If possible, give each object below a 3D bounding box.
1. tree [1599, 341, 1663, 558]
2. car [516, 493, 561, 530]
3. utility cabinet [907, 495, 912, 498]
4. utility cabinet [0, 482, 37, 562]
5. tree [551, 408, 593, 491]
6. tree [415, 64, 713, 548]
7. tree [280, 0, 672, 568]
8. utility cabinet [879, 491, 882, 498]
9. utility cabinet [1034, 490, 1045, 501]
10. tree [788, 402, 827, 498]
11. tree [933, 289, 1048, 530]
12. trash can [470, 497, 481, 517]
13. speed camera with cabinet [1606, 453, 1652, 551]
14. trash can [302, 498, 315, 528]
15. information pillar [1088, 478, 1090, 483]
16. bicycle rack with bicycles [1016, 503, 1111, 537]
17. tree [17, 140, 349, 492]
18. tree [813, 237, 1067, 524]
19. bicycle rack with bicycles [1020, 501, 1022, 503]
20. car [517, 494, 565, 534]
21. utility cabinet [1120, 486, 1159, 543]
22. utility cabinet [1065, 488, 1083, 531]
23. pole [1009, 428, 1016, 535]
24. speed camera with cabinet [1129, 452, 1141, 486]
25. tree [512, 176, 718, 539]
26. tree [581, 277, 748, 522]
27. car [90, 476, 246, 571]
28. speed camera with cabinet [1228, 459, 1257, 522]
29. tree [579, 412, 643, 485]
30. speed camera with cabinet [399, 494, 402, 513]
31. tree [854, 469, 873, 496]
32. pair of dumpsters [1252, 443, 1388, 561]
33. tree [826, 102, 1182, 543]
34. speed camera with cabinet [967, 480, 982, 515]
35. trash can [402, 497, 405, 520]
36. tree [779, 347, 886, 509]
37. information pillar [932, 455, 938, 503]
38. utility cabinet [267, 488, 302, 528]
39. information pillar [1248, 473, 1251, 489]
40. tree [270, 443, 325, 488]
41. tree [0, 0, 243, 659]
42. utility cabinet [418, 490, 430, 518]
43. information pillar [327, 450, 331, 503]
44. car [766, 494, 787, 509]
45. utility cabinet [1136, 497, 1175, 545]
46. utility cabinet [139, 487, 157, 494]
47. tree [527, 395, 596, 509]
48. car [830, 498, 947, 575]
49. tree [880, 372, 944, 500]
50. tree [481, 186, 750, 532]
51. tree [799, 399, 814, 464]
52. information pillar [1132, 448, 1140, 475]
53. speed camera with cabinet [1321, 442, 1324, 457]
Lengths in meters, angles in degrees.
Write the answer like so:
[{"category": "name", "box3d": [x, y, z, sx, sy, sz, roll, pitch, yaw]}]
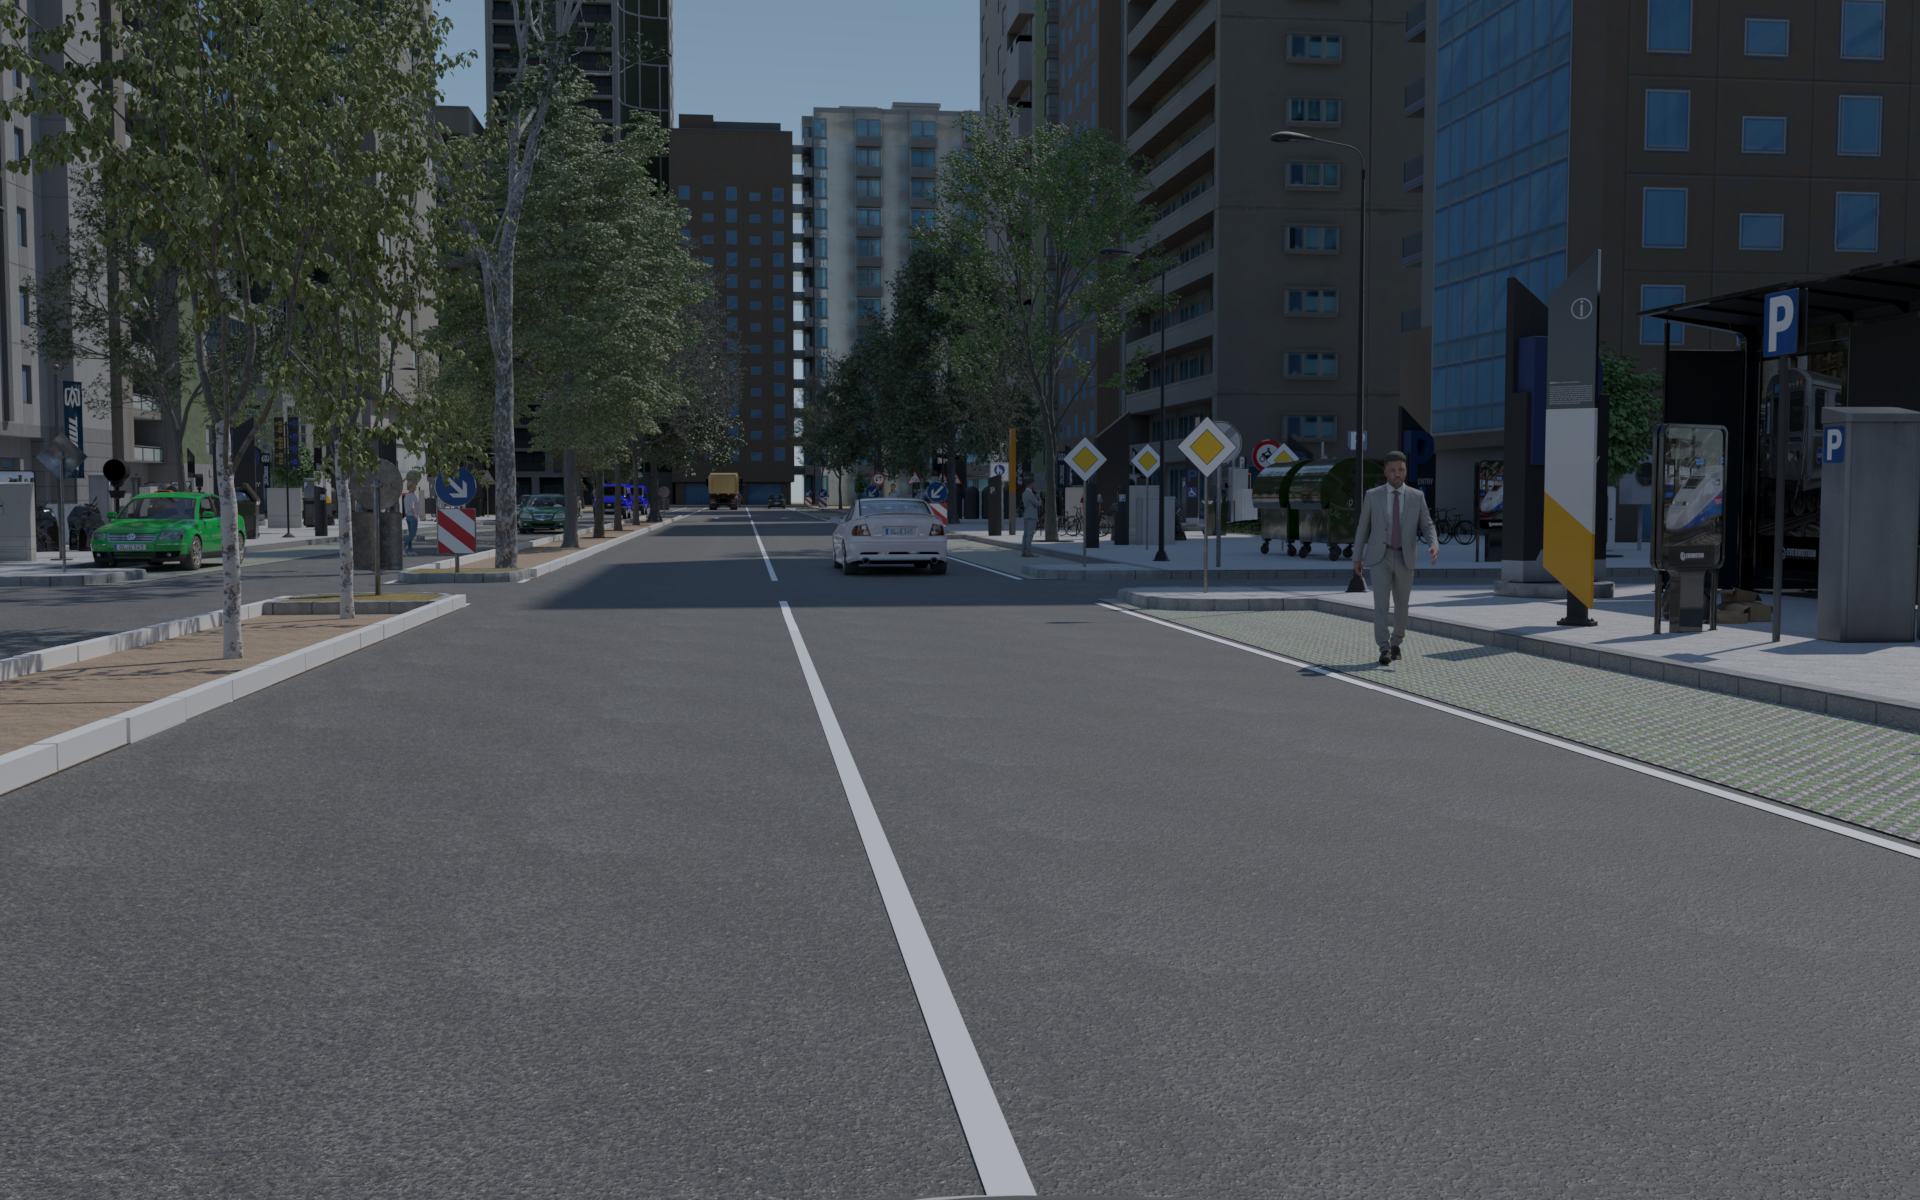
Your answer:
[{"category": "tree", "box3d": [12.939, -3.162, 35.406, 4.285, 4.588, 4.351, 0, 3, 0]}, {"category": "car", "box3d": [-16.987, -3.649, 69.448, 2.009, 1.686, 4.222, -1, 4, -8]}, {"category": "utility cabinet", "box3d": [-2.459, -5.259, 97.140, 1.020, 1.237, 0.306, 0, 4, -7]}, {"category": "utility cabinet", "box3d": [-18.033, -1.456, 32.490, 1.173, 1.500, 0.318, -1, 4, -12]}, {"category": "tree", "box3d": [-30.673, -11.510, 138.544, 4.360, 8.622, 3.978, 0, 3, 0]}, {"category": "tree", "box3d": [-10.489, -7.671, 46.011, 7.486, 12.596, 7.792, 0, 3, 0]}, {"category": "tree", "box3d": [-10.012, -10.701, 33.310, 12.611, 20.169, 13.585, 0, 3, 0]}, {"category": "utility cabinet", "box3d": [-5.005, -5.752, 102.728, 0.318, 1.500, 1.173, 2, 4, 24]}, {"category": "utility cabinet", "box3d": [4.864, -5.751, 102.702, 1.173, 1.500, 0.318, 0, 4, 6]}, {"category": "tree", "box3d": [-14.360, -15.594, 180.713, 9.928, 11.665, 9.643, 0, 3, 0]}, {"category": "tree", "box3d": [1.263, -6.790, 61.373, 4.360, 8.622, 3.978, 0, 3, 0]}, {"category": "trash can", "box3d": [-26.788, -5.142, 95.722, 0.748, 1.137, 0.748, 0, 3, 0]}, {"category": "speed camera with cabinet", "box3d": [14.644, -2.726, 38.909, 2.038, 3.252, 0.660, -1, 4, -11]}, {"category": "trash can", "box3d": [-24.898, -3.356, 66.518, 0.748, 1.137, 0.748, 0, 3, 0]}, {"category": "information pillar", "box3d": [6.094, -4.630, 80.186, 0.304, 2.012, 0.304, 0, 4, 7]}, {"category": "bicycle rack with bicycles", "box3d": [3.693, -2.411, 52.802, 2.852, 0.926, 2.925, -2, 4, -33]}, {"category": "tree", "box3d": [-19.880, -6.723, 44.332, 8.767, 10.594, 7.601, -1, 4, -13]}, {"category": "tree", "box3d": [-0.373, -9.649, 74.775, 9.611, 12.733, 9.660, 0, 3, 0]}, {"category": "bicycle rack with bicycles", "box3d": [3.529, -3.002, 62.467, 2.852, 0.926, 2.925, 1, 4, 9]}, {"category": "car", "box3d": [-15.237, -3.200, 64.112, 2.131, 1.459, 4.920, -1, 4, -9]}, {"category": "utility cabinet", "box3d": [4.680, -2.215, 44.896, 1.173, 1.500, 0.318, 3, 4, 39]}, {"category": "utility cabinet", "box3d": [4.095, -3.091, 59.221, 0.318, 1.500, 1.173, -3, 4, -36]}, {"category": "pole", "box3d": [1.632, -3.674, 53.913, 0.158, 3.312, 0.155, 0, 3, 0]}, {"category": "speed camera with cabinet", "box3d": [7.384, -5.290, 80.829, 2.038, 3.252, 0.660, 2, 4, 26]}, {"category": "tree", "box3d": [-11.500, -7.775, 55.328, 9.928, 11.665, 9.643, 0, 3, 0]}, {"category": "tree", "box3d": [-15.761, -10.372, 89.053, 9.611, 12.733, 9.660, 0, 3, 0]}, {"category": "car", "box3d": [-15.228, -1.509, 33.465, 1.959, 1.807, 4.718, 0, 4, -7]}, {"category": "speed camera with cabinet", "box3d": [9.770, -4.003, 59.780, 0.660, 3.252, 2.038, 0, 4, -4]}, {"category": "tree", "box3d": [-35.957, -16.674, 179.268, 9.857, 13.997, 8.962, 0, 3, 0]}, {"category": "speed camera with cabinet", "box3d": [-27.545, -5.411, 82.810, 0.660, 3.252, 2.038, 1, 4, 17]}, {"category": "tree", "box3d": [-7.566, -8.310, 130.463, 1.663, 3.219, 1.824, 0, 3, 0]}, {"category": "pair of dumpsters", "box3d": [7.290, -1.988, 35.004, 1.574, 2.255, 4.437, 0, 4, -7]}, {"category": "tree", "box3d": [2.365, -7.366, 46.188, 9.928, 11.665, 9.643, 0, 3, 0]}, {"category": "speed camera with cabinet", "box3d": [0.789, -6.831, 106.025, 2.038, 3.252, 0.660, -1, 4, -18]}, {"category": "trash can", "box3d": [-28.235, -4.610, 87.026, 0.748, 1.137, 0.748, 0, 3, 0]}, {"category": "tree", "box3d": [-10.198, -14.366, 145.248, 12.009, 13.543, 11.850, 0, 3, 0]}, {"category": "information pillar", "box3d": [-1.190, -5.509, 81.425, 0.183, 3.616, 0.504, 2, 4, 24]}, {"category": "utility cabinet", "box3d": [-25.107, -3.407, 64.385, 1.173, 1.500, 0.318, -1, 4, -16]}, {"category": "information pillar", "box3d": [10.064, -3.472, 61.263, 0.304, 2.012, 0.304, -3, 5, -42]}, {"category": "tree", "box3d": [-38.230, -7.072, 99.348, 4.285, 4.588, 4.351, 0, 3, 0]}, {"category": "tree", "box3d": [-6.227, -3.773, 14.514, 4.737, 8.622, 4.395, 0, 3, 0]}, {"category": "utility cabinet", "box3d": [-28.029, -5.009, 90.576, 0.318, 1.500, 1.173, 0, 4, -4]}, {"category": "information pillar", "box3d": [-33.755, -6.186, 92.500, 0.183, 3.616, 0.504, 1, 4, 9]}, {"category": "car", "box3d": [-17.994, -9.792, 169.882, 2.009, 1.686, 4.222, 0, 4, -7]}, {"category": "utility cabinet", "box3d": [4.946, -2.000, 43.862, 1.020, 1.237, 0.306, -2, 4, -28]}, {"category": "utility cabinet", "box3d": [-24.127, -2.619, 51.500, 0.318, 1.500, 1.173, -1, 4, -15]}, {"category": "tree", "box3d": [-32.613, -13.135, 149.166, 8.767, 10.594, 7.601, -2, 4, -31]}, {"category": "car", "box3d": [-1.341, -1.208, 32.114, 2.083, 1.381, 4.827, 0, 4, -8]}, {"category": "tree", "box3d": [-2.055, -8.402, 87.738, 4.737, 8.622, 4.395, 0, 3, 0]}, {"category": "tree", "box3d": [-13.128, -9.381, 66.201, 12.009, 13.543, 11.850, 0, 3, 0]}, {"category": "tree", "box3d": [-5.361, -12.061, 114.208, 9.611, 12.733, 9.660, 0, 3, 0]}, {"category": "information pillar", "box3d": [8.928, -5.903, 87.865, 0.504, 3.616, 0.183, -2, 4, -33]}, {"category": "speed camera with cabinet", "box3d": [14.384, -4.405, 66.365, 2.038, 3.252, 0.660, -1, 4, -19]}]
